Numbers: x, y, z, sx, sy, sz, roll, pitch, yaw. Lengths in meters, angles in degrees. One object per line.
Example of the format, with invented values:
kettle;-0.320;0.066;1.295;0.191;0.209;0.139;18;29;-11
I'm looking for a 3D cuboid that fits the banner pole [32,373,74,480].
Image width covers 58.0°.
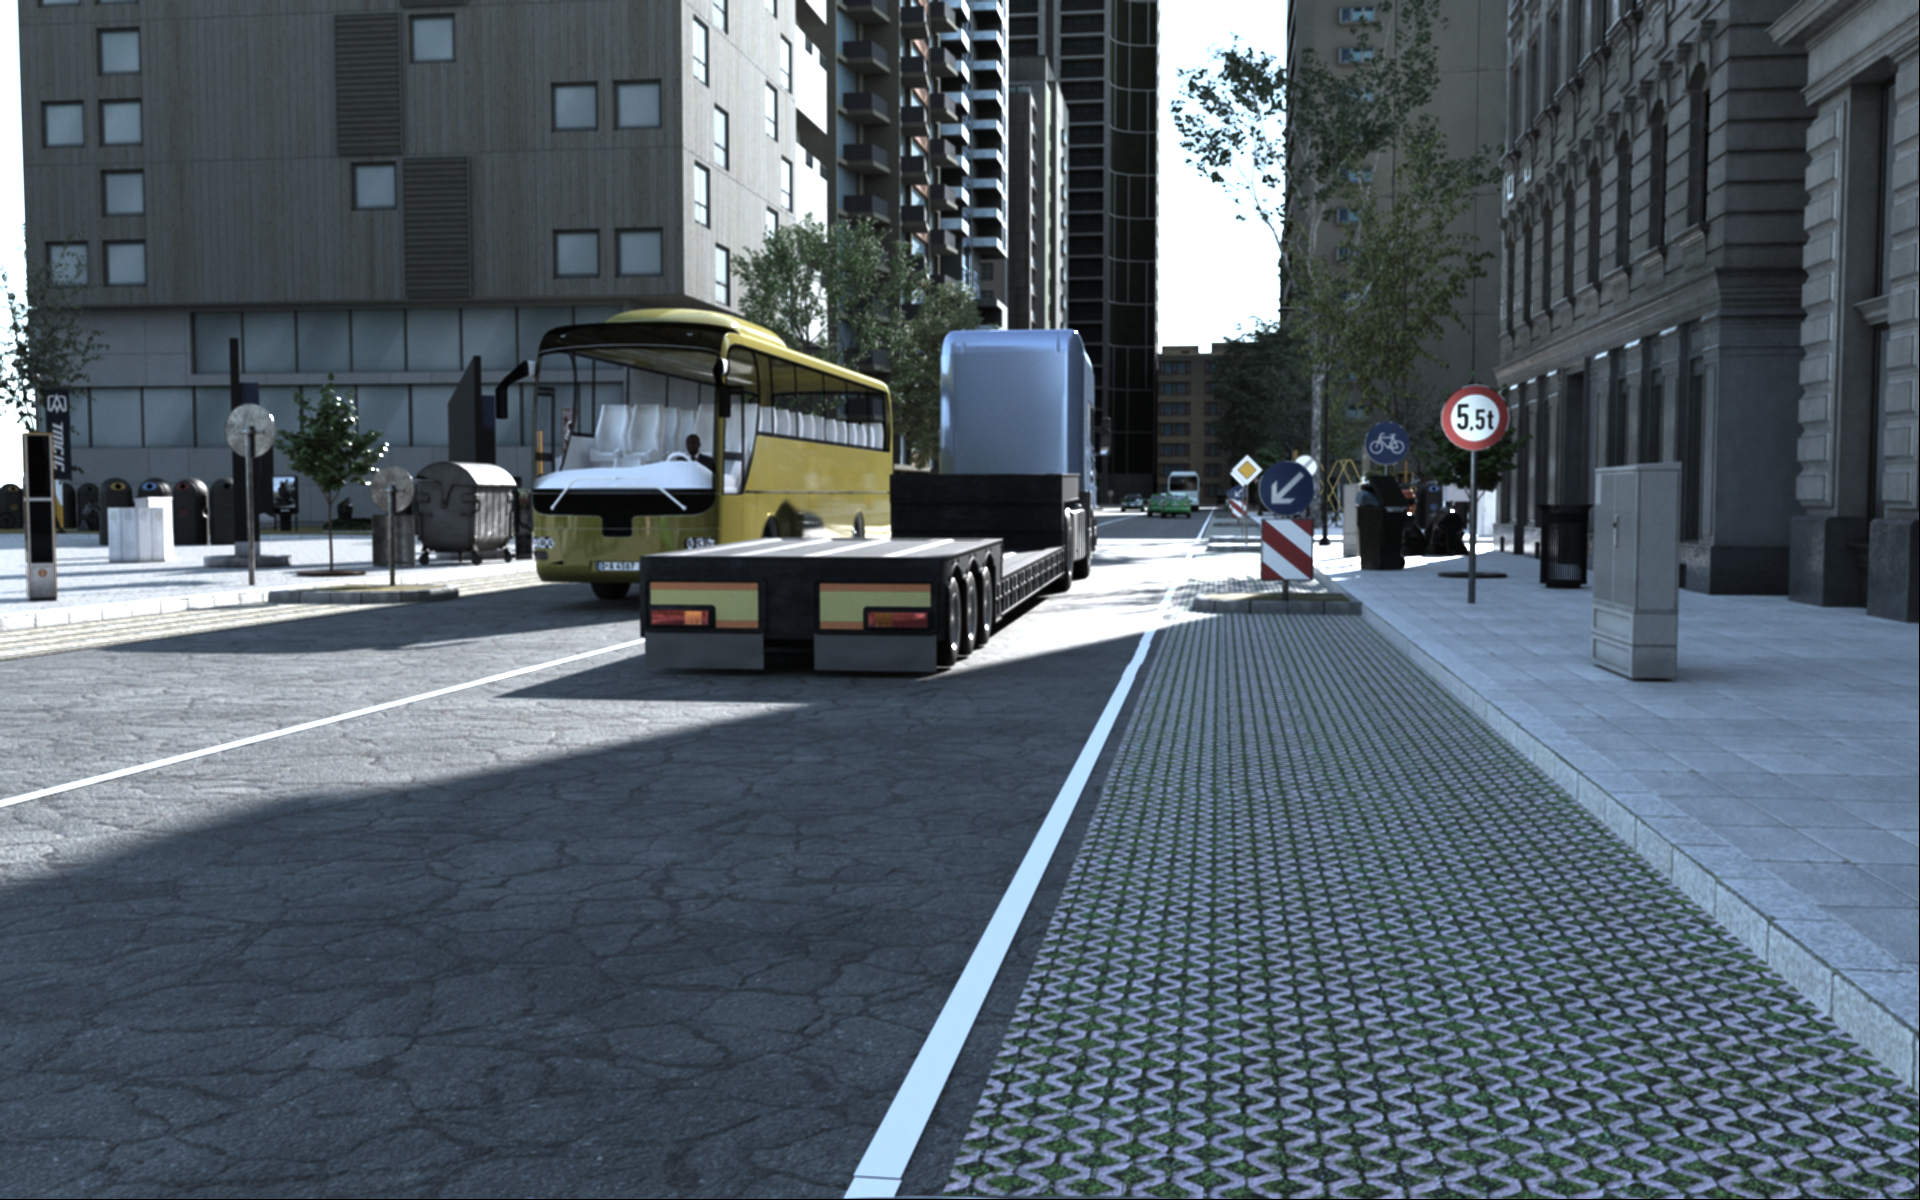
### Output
banner pole;-18.980;-2.822;36.155;0.863;3.779;0.401;-3;5;-41

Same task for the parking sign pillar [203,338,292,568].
parking sign pillar;-12.656;-2.581;30.664;1.447;3.967;1.447;-1;4;-22

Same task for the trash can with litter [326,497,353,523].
trash can with litter;-22.907;-3.205;63.796;1.055;1.170;0.624;-1;4;-23

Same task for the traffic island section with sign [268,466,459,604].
traffic island section with sign;-7.944;-0.908;23.471;1.989;1.847;2.006;1;4;9

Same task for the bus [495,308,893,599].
bus;-3.339;-2.151;26.717;2.896;3.916;12.252;0;4;8

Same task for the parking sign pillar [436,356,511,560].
parking sign pillar;-9.699;-2.810;34.412;1.447;3.967;1.447;-3;5;-39

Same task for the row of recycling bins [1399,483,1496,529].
row of recycling bins;17.669;-3.438;63.326;3.534;1.692;1.069;0;4;4

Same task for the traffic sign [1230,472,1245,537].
traffic sign;8.423;-2.932;51.577;0.795;2.450;0.064;1;4;9

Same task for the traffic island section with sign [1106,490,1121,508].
traffic island section with sign;15.759;-10.526;180.721;1.989;1.847;2.006;1;4;9

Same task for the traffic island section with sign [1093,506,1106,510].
traffic island section with sign;11.742;-8.895;154.065;1.989;1.847;2.006;1;4;9

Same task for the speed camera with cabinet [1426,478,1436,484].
speed camera with cabinet;34.061;-7.867;122.962;2.038;3.252;0.660;-2;4;-26

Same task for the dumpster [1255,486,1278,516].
dumpster;18.191;-6.096;102.170;1.502;2.255;1.985;1;4;9

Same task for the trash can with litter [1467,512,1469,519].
trash can with litter;27.598;-4.841;90.202;2.233;1.210;1.678;1;4;14

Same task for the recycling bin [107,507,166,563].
recycling bin;-15.520;-1.229;32.653;0.722;1.027;0.722;1;4;20

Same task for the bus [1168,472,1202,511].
bus;19.229;-9.396;148.492;2.948;3.499;13.247;0;4;8

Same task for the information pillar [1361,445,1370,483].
information pillar;19.224;-5.557;82.210;0.504;3.616;0.183;-2;4;-28

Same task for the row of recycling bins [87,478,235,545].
row of recycling bins;-20.059;-2.259;44.050;3.534;1.692;1.069;0;4;-5

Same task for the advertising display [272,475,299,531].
advertising display;-23.430;-3.360;60.143;0.974;1.923;0.123;1;4;15

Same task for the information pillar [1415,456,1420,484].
information pillar;26.503;-6.666;100.343;0.183;3.616;0.504;-1;4;-10

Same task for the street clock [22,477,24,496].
street clock;-39.109;-4.155;72.510;0.358;2.002;0.471;-2;4;-30

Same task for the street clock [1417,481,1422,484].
street clock;25.826;-5.677;97.394;0.358;2.002;0.471;0;4;4

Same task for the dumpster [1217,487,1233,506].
dumpster;30.532;-11.897;199.460;1.985;2.255;1.502;0;4;7

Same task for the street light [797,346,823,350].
street light;-4.981;-5.006;54.386;1.470;5.913;1.316;1;4;9

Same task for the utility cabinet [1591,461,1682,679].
utility cabinet;4.800;-0.225;12.364;0.318;1.500;1.173;0;4;7

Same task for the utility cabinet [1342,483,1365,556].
utility cabinet;8.119;-1.649;35.648;0.318;1.500;1.173;1;4;22

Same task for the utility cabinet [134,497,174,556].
utility cabinet;-16.660;-1.507;35.803;0.306;1.237;1.020;0;4;3

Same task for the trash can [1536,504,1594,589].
trash can;8.257;-0.735;23.677;0.748;1.137;0.748;0;3;0

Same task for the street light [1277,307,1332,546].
street light;8.580;-4.320;43.170;1.470;5.913;1.316;1;4;9

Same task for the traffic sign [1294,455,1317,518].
traffic sign;11.238;-3.448;56.473;0.768;2.556;0.104;1;4;13

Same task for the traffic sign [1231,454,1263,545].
traffic sign;7.233;-2.449;43.681;0.795;2.450;0.064;1;4;9

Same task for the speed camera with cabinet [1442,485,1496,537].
speed camera with cabinet;15.651;-3.542;52.249;2.038;3.252;0.660;0;4;-1

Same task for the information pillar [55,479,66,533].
information pillar;-29.530;-3.999;56.740;0.183;3.616;0.504;-3;5;-44

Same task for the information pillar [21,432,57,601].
information pillar;-11.089;-1.001;20.862;0.304;2.012;0.304;-2;4;-33

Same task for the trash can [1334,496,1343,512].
trash can;27.363;-6.933;125.002;0.748;1.137;0.748;0;3;0

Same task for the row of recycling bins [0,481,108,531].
row of recycling bins;-34.184;-3.545;65.066;3.534;1.692;1.069;-1;4;-11

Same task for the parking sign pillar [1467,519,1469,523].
parking sign pillar;22.987;-5.354;76.004;1.447;3.967;1.447;-2;4;-30

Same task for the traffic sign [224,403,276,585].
traffic sign;-9.974;-1.481;24.326;0.768;2.556;0.104;1;4;9

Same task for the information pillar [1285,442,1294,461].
information pillar;14.846;-5.311;78.196;0.183;3.616;0.504;-2;4;-30

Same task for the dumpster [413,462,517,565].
dumpster;-9.101;-1.598;31.881;1.264;1.857;1.865;1;4;8

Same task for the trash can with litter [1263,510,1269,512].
trash can with litter;22.464;-6.987;125.626;1.055;1.170;0.624;1;4;13

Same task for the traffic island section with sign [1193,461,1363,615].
traffic island section with sign;3.905;-0.784;21.441;1.989;1.847;2.006;1;4;9

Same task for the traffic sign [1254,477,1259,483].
traffic sign;19.487;-6.882;112.628;0.768;2.556;0.104;1;4;18

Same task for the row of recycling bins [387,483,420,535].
row of recycling bins;-16.494;-2.924;54.912;3.534;1.692;1.069;0;4;8

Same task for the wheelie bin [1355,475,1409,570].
wheelie bin;7.130;-1.317;29.436;0.980;1.594;0.693;-2;4;-35
